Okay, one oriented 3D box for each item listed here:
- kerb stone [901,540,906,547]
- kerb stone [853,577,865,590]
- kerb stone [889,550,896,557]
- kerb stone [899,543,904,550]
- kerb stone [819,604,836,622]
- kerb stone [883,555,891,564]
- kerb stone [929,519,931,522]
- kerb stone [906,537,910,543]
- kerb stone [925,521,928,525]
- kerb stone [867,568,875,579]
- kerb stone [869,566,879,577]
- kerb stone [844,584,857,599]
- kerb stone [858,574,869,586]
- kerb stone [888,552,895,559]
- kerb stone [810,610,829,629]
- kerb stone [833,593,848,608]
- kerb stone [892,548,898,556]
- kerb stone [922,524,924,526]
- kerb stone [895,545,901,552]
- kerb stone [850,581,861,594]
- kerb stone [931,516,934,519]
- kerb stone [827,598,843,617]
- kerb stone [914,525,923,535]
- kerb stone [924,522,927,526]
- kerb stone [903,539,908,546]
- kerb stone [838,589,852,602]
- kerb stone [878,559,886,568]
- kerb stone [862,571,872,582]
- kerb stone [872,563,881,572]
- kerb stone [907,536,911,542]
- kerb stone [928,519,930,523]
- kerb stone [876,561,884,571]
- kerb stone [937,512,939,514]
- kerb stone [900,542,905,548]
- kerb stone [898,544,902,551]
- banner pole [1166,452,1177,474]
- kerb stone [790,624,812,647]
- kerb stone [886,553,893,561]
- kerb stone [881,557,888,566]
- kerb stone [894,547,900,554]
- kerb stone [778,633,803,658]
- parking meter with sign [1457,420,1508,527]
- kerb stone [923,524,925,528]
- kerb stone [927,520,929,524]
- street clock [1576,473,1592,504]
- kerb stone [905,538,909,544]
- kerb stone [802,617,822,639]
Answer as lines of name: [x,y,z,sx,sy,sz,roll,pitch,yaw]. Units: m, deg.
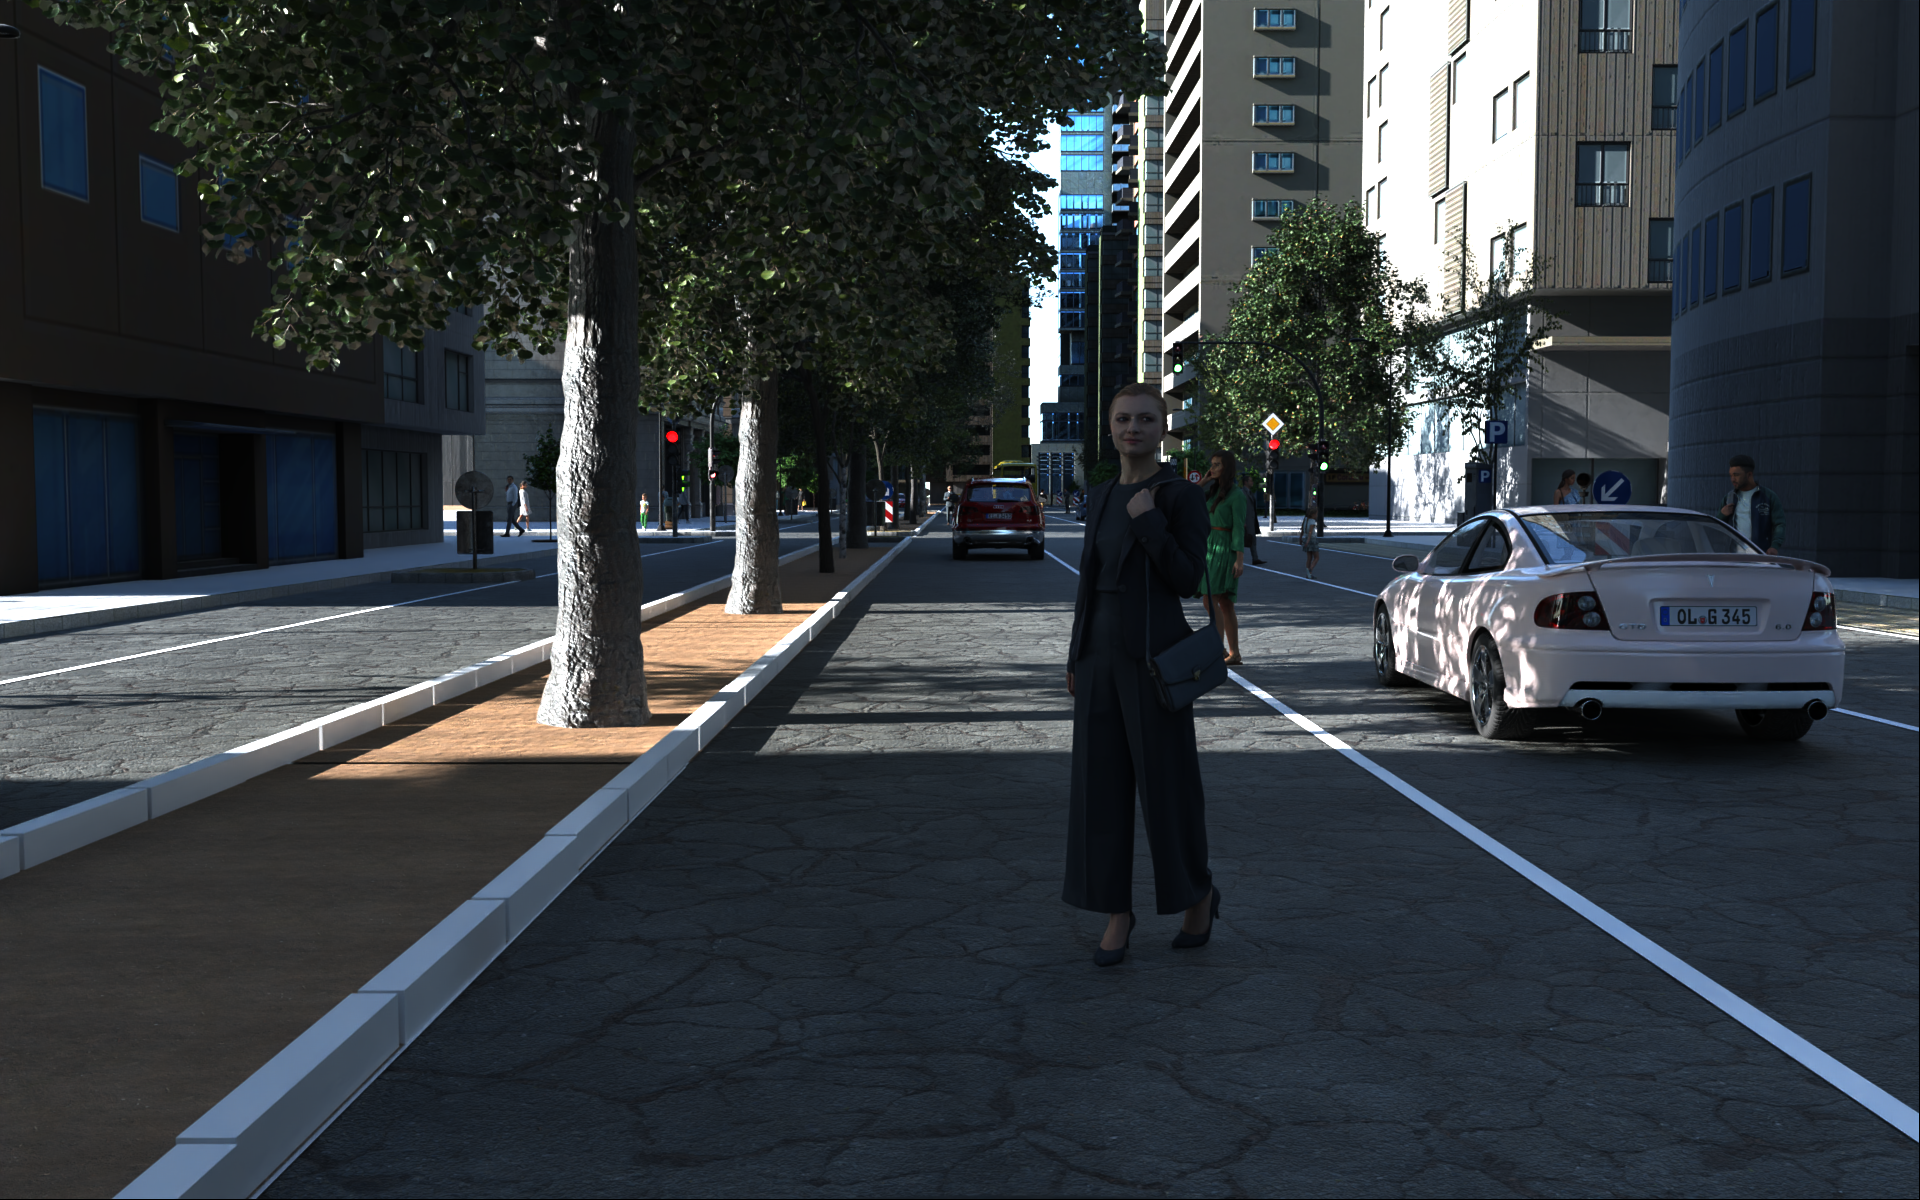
kerb stone: [-1.534,-1.393,44.972,0.120,0.150,1.000,0,3,0]
kerb stone: [-1.520,-0.201,25.486,0.120,0.150,1.000,0,3,0]
kerb stone: [-1.523,-0.952,37.791,0.120,0.150,1.000,0,3,0]
kerb stone: [-1.530,-1.267,42.912,0.120,0.150,1.000,0,3,0]
kerb stone: [-1.514,0.178,19.334,0.120,0.150,1.000,0,3,0]
kerb stone: [-1.516,-0.763,34.703,0.120,0.150,1.000,0,3,0]
kerb stone: [-1.558,-3.622,81.419,0.120,0.150,1.000,0,3,0]
kerb stone: [-1.535,-1.582,48.058,0.120,0.150,1.000,0,3,0]
kerb stone: [-1.553,-3.181,74.254,0.120,0.150,1.000,0,3,0]
kerb stone: [-1.521,-0.389,28.561,0.120,0.150,1.000,0,3,0]
kerb stone: [-1.513,-0.445,29.583,0.120,0.150,1.000,0,3,0]
kerb stone: [-1.513,-0.076,23.436,0.120,0.150,1.000,0,3,0]
kerb stone: [-1.522,-0.264,26.510,0.120,0.150,1.000,0,3,0]
kerb stone: [-1.521,-0.882,36.755,0.120,0.150,1.000,0,3,0]
kerb stone: [-1.507,0.238,18.307,0.120,0.150,1.000,0,3,0]
kerb stone: [-1.511,0.049,21.392,0.120,0.150,1.000,0,3,0]
kerb stone: [-1.531,-1.017,38.820,0.120,0.150,1.000,0,3,0]
kerb stone: [-1.554,-2.743,67.042,0.120,0.150,1.000,0,3,0]
kerb stone: [-1.530,-1.140,40.869,0.120,0.150,1.000,0,3,0]
kerb stone: [-1.516,-0.138,24.458,0.120,0.150,1.000,0,3,0]
kerb stone: [-1.568,-4.118,89.614,0.120,0.150,1.000,0,3,0]
kerb stone: [-1.503,0.112,20.370,0.120,0.150,1.000,0,3,0]
kerb stone: [-1.548,-2.617,64.983,0.120,0.150,1.000,0,3,0]
kerb stone: [-1.555,-3.055,72.208,0.120,0.150,1.000,0,3,0]
kerb stone: [-1.531,-1.456,46.001,0.120,0.150,1.000,0,3,0]
kerb stone: [-1.524,-0.013,22.414,0.120,0.150,1.000,0,3,0]
kerb stone: [-1.519,-0.640,32.659,0.120,0.150,1.000,0,3,0]
kerb stone: [-1.521,-0.327,27.536,0.120,0.150,1.000,0,3,0]
kerb stone: [-1.525,-0.514,30.605,0.120,0.150,1.000,0,3,0]
kerb stone: [-1.535,-1.644,49.080,0.120,0.150,1.000,0,3,0]
kerb stone: [-1.552,-3.495,79.373,0.120,0.150,1.000,0,3,0]
kerb stone: [-1.523,-0.577,31.629,0.120,0.150,1.000,0,3,0]
kerb stone: [-1.591,-5.376,110.138,0.120,0.150,1.000,0,3,0]
kerb stone: [-1.527,-1.329,43.940,0.120,0.150,1.000,0,3,0]
kerb stone: [-1.531,-1.205,41.890,0.120,0.150,1.000,0,3,0]
banner pole: [12.501,-6.889,102.657,0.863,3.779,0.401,-1,4,-16]
kerb stone: [-1.514,0.363,16.259,0.120,0.150,1.000,0,3,0]
kerb stone: [-1.522,-0.827,35.725,0.120,0.150,1.000,0,3,0]
kerb stone: [-1.522,-0.702,33.681,0.120,0.150,1.000,0,3,0]
kerb stone: [-1.527,-1.077,39.847,0.120,0.150,1.000,0,3,0]
kerb stone: [-1.509,0.426,15.225,0.120,0.150,1.000,0,3,0]
parking meter with sign: [12.566,-2.792,41.913,0.543,3.016,1.738,-1,4,-9]
kerb stone: [-1.552,-2.805,68.064,0.120,0.150,1.000,0,3,0]
kerb stone: [-1.560,-3.372,77.324,0.120,0.150,1.000,0,3,0]
street clock: [21.241,-3.327,58.970,0.471,2.002,0.358,2,4,35]
kerb stone: [-1.535,-1.519,47.027,0.120,0.150,1.000,0,3,0]
kerb stone: [-1.504,0.301,17.285,0.120,0.150,1.000,0,3,0]
